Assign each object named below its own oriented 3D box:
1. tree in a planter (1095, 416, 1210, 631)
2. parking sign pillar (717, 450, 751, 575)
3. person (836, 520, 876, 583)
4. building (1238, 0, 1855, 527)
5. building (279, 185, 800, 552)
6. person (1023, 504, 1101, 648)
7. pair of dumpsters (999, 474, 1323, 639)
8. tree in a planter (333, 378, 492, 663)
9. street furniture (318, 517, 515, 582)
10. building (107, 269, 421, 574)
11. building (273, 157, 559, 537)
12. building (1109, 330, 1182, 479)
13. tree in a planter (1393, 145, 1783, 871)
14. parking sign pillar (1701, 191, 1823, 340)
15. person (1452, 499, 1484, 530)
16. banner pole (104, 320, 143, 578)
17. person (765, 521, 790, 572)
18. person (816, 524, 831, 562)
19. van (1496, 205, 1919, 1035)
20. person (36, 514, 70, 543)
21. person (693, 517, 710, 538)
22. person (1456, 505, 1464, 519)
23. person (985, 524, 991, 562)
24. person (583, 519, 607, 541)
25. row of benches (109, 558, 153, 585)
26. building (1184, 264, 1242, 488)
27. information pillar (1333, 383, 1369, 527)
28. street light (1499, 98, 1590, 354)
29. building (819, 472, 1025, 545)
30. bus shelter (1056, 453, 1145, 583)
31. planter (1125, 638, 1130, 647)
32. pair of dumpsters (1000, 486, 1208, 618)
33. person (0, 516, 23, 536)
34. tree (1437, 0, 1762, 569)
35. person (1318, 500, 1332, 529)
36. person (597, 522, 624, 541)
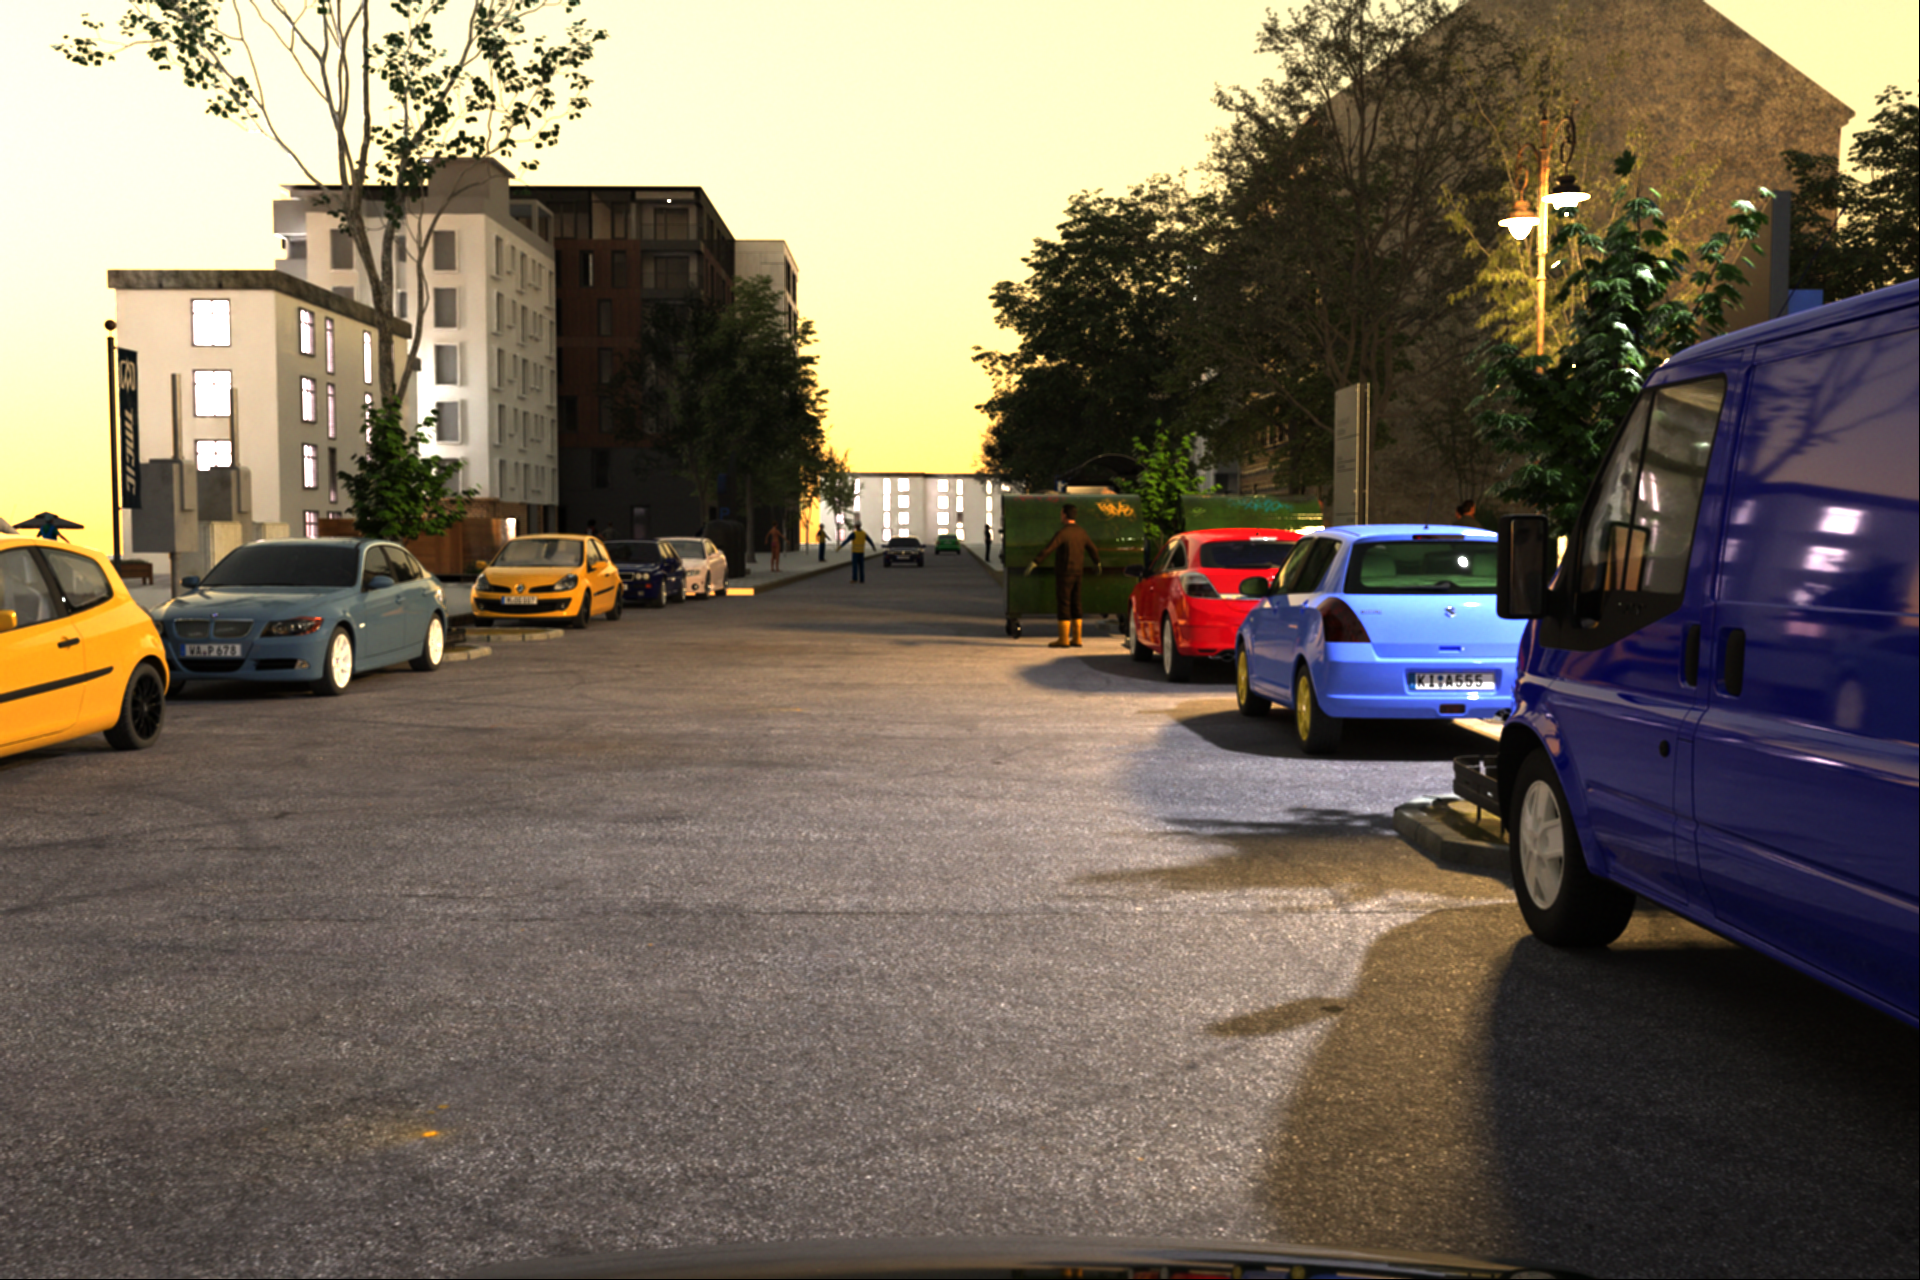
[{"bbox_3d":[3.079,-1.783,26.371,1.991,3.239,1.994,0,4,1],"label":"tree in a planter"},{"bbox_3d":[-7.394,-4.075,55.092,1.447,3.967,1.447,0,4,1],"label":"parking sign pillar"},{"bbox_3d":[-3.001,-2.587,50.728,1.349,1.833,0.705,-2,4,-35],"label":"person"},{"bbox_3d":[22.300,-14.702,71.307,19.493,23.208,18.063,0,4,0],"label":"building"},{"bbox_3d":[-26.070,-16.771,118.182,27.936,21.610,32.646,0,4,-1],"label":"building"},{"bbox_3d":[1.357,-0.816,21.929,1.346,1.812,0.704,-3,5,-42],"label":"person"},{"bbox_3d":[2.756,-1.178,24.213,4.436,2.255,1.574,0,4,-1],"label":"pair of dumpsters"},{"bbox_3d":[-6.588,-1.400,20.107,1.991,3.239,1.994,0,4,1],"label":"tree in a planter"},{"bbox_3d":[-14.112,-2.603,49.413,9.812,1.723,11.010,0,4,3],"label":"street furniture"},{"bbox_3d":[-26.391,-7.766,69.122,9.099,9.664,28.070,0,4,-1],"label":"building"},{"bbox_3d":[-28.463,-14.181,88.276,16.016,20.090,11.380,0,4,0],"label":"building"},{"bbox_3d":[23.486,-20.320,163.157,19.493,23.208,18.063,0,4,-1],"label":"building"},{"bbox_3d":[3.112,-0.659,8.004,1.991,3.239,1.994,0,3,0],"label":"tree in a planter"},{"bbox_3d":[6.578,-1.582,14.340,1.447,3.967,1.447,0,4,0],"label":"parking sign pillar"},{"bbox_3d":[7.952,-1.284,27.058,0.705,1.821,1.348,-2,4,-31],"label":"person"},{"bbox_3d":[-9.915,-1.868,20.552,0.401,3.779,0.863,0,4,0],"label":"banner pole"},{"bbox_3d":[-6.255,-3.206,59.223,1.217,1.733,0.721,3,5,41],"label":"person"},{"bbox_3d":[-6.345,-4.525,80.445,0.721,1.772,1.216,2,4,28],"label":"person"},{"bbox_3d":[2.959,0.006,4.294,2.240,2.365,5.245,0,4,-1],"label":"van"},{"bbox_3d":[-24.756,-2.512,47.191,1.347,1.817,0.704,1,4,19],"label":"person"},{"bbox_3d":[-8.556,-3.229,58.580,1.354,1.856,0.705,-1,4,-21],"label":"person"},{"bbox_3d":[9.279,-1.591,32.166,1.344,1.810,0.704,-2,4,-27],"label":"person"},{"bbox_3d":[1.352,-4.425,79.074,0.721,1.740,1.216,0,4,2],"label":"person"},{"bbox_3d":[-13.585,-3.546,64.118,1.345,1.843,0.704,2,4,30],"label":"person"},{"bbox_3d":[-21.968,-1.663,42.660,4.104,0.672,1.422,-3,5,-41],"label":"row of benches"},{"bbox_3d":[20.612,-16.032,118.545,16.016,20.090,11.380,0,4,0],"label":"building"},{"bbox_3d":[6.260,-2.232,27.801,0.184,3.620,1.656,0,4,0],"label":"information pillar"},{"bbox_3d":[6.356,-2.827,19.007,0.468,5.910,1.993,0,4,0],"label":"street light"},{"bbox_3d":[-5.014,-17.810,235.800,28.070,9.664,9.099,0,4,-3],"label":"building"},{"bbox_3d":[3.767,-3.195,46.169,2.014,3.302,5.546,0,4,-1],"label":"bus shelter"},{"bbox_3d":[3.130,-0.055,22.044,1.991,0.319,1.994,0,4,-1],"label":"planter"},{"bbox_3d":[2.903,-1.519,29.782,4.436,2.255,1.574,0,3,0],"label":"pair of dumpsters"},{"bbox_3d":[-9.054,-0.582,15.983,1.216,1.778,0.721,-3,5,-44],"label":"person"},{"bbox_3d":[8.593,-4.544,24.657,4.360,8.622,3.978,0,3,0],"label":"tree"},{"bbox_3d":[5.426,-1.243,26.502,1.348,1.807,0.705,-3,4,-37],"label":"person"},{"bbox_3d":[-14.681,-4.069,72.796,1.348,1.796,0.705,0,4,7],"label":"person"}]
